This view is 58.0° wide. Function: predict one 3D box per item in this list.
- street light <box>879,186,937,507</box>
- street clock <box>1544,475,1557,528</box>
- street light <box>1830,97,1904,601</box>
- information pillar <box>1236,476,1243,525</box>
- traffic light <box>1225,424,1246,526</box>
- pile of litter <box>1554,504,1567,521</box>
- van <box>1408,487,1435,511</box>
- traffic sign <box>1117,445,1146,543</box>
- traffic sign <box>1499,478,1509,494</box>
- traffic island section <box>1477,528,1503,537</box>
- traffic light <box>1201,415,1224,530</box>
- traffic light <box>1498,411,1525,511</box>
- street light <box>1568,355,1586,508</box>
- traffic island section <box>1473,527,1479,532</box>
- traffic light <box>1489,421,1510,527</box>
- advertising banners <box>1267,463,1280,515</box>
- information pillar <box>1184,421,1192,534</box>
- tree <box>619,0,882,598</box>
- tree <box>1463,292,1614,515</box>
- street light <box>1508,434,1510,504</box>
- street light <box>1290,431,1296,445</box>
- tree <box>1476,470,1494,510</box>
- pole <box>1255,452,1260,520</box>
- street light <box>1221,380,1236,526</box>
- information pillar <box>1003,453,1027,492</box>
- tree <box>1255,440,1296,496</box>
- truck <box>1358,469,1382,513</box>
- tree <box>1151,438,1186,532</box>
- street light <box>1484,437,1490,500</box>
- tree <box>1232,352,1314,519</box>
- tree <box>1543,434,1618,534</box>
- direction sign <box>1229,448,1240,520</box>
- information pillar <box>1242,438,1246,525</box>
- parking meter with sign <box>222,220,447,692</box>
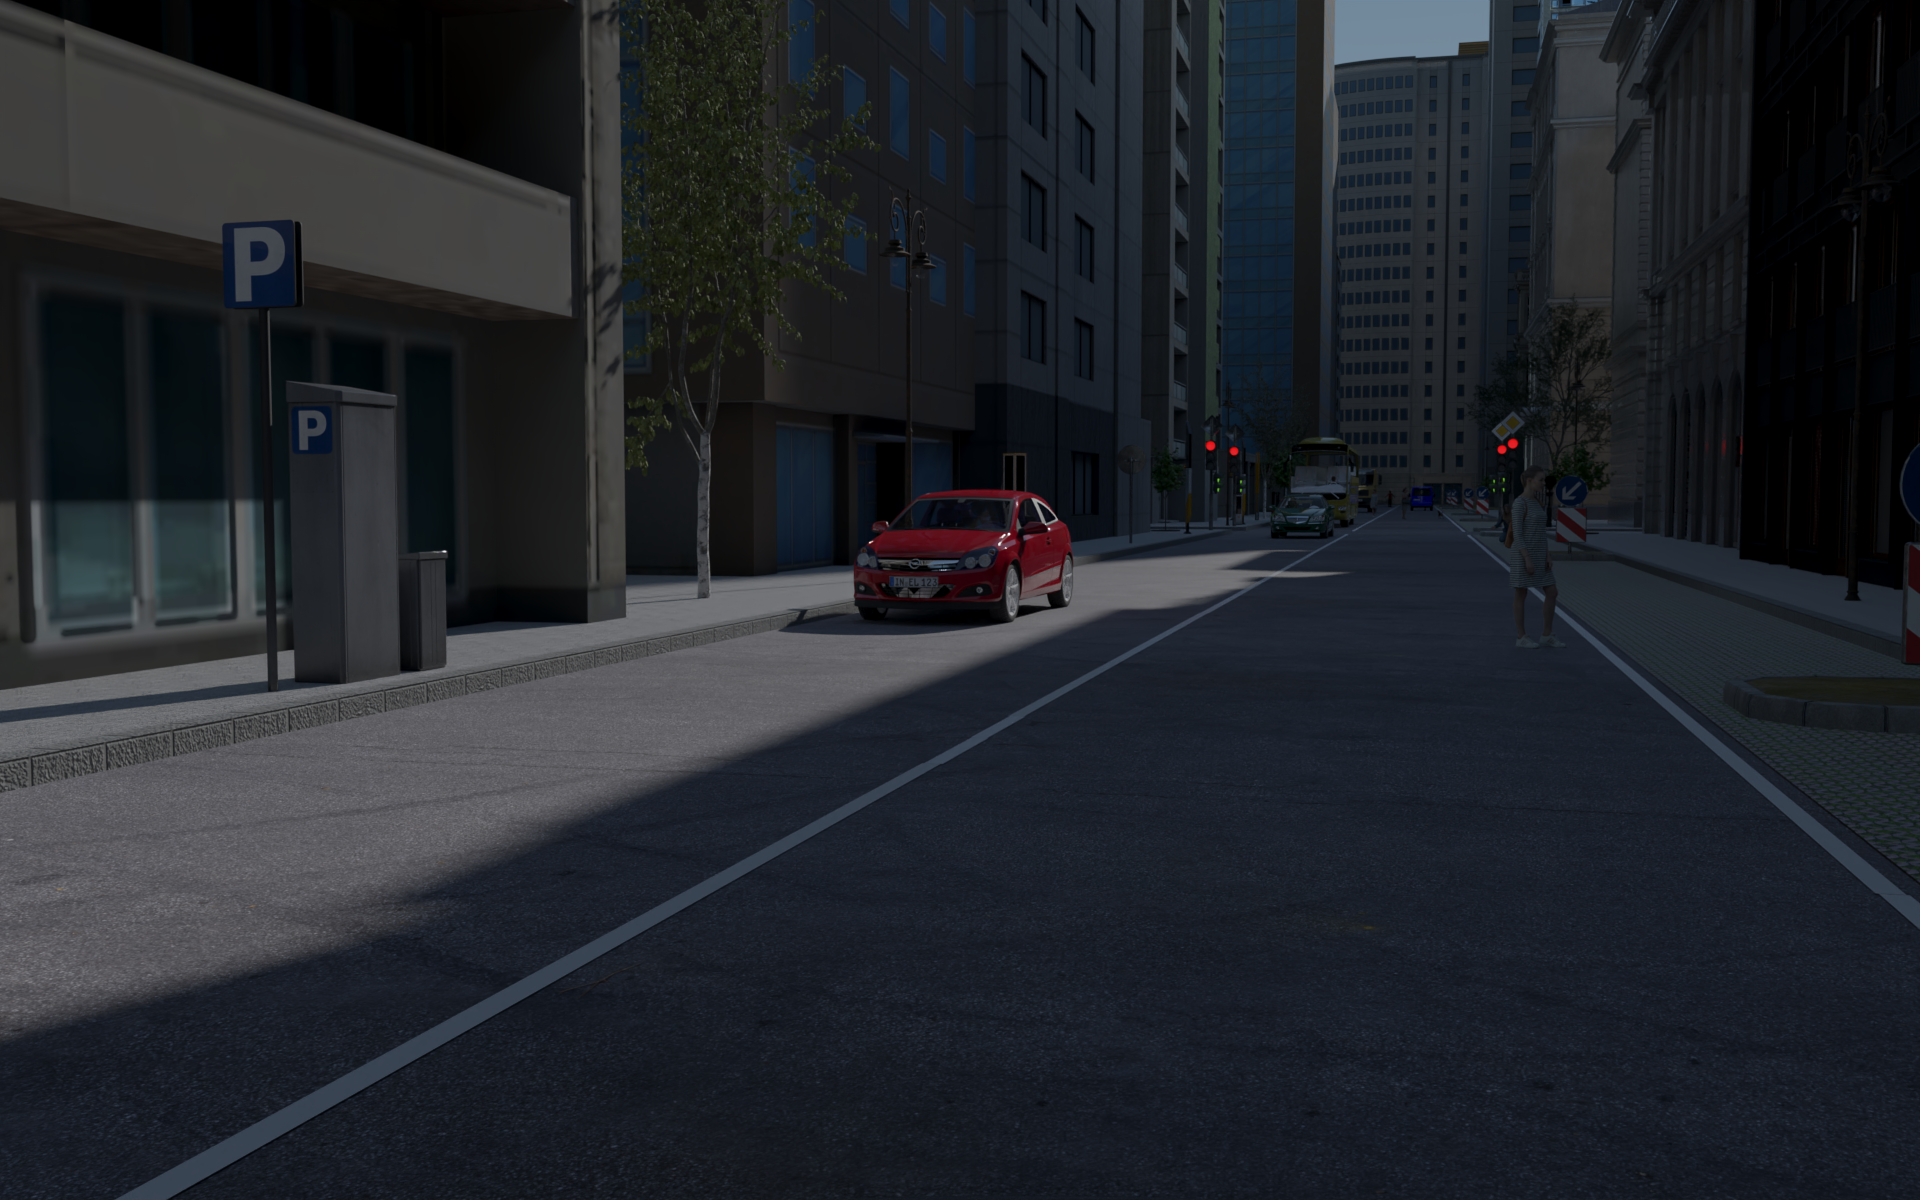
[{"bbox_3d":[-0.781,-3.279,26.398,0.468,5.910,1.993,1,4,15],"label":"street light"},{"bbox_3d":[22.617,-3.785,66.461,0.471,2.002,0.358,0,4,6],"label":"street clock"},{"bbox_3d":[10.756,-2.930,20.693,0.468,5.910,1.993,1,4,15],"label":"street light"},{"bbox_3d":[11.531,-4.107,71.634,0.304,2.012,0.304,1,4,10],"label":"information pillar"},{"bbox_3d":[10.960,-4.898,69.000,0.839,4.253,0.868,1,4,15],"label":"traffic light"},{"bbox_3d":[28.921,-4.189,82.449,1.176,0.858,1.719,1,4,14],"label":"pile of litter"},{"bbox_3d":[39.439,-8.777,147.893,2.240,2.365,5.245,1,4,15],"label":"van"},{"bbox_3d":[4.443,-2.745,44.991,0.768,2.556,0.104,1,4,17],"label":"traffic sign"},{"bbox_3d":[32.100,-6.200,102.552,0.795,2.450,0.064,1,4,20],"label":"traffic sign"},{"bbox_3d":[18.723,-2.234,58.814,2.009,0.180,2.903,1,4,15],"label":"traffic island section"},{"bbox_3d":[8.909,-4.426,61.281,0.839,4.253,0.868,1,4,15],"label":"traffic light"},{"bbox_3d":[18.687,-4.268,58.710,0.839,4.253,0.868,1,4,15],"label":"traffic light"},{"bbox_3d":[20.563,-5.202,57.839,0.468,5.910,1.993,1,4,15],"label":"street light"},{"bbox_3d":[20.773,-2.707,66.532,2.009,0.180,2.903,1,4,15],"label":"traffic island section"},{"bbox_3d":[20.737,-4.741,66.428,0.839,4.253,0.868,1,4,15],"label":"traffic light"},{"bbox_3d":[17.687,-6.210,97.723,0.090,3.025,2.074,-1,4,-9],"label":"advertising banners"},{"bbox_3d":[7.351,-3.937,55.723,0.183,3.616,0.504,0,4,-5],"label":"information pillar"},{"bbox_3d":[-3.104,-4.341,21.343,4.737,8.622,4.395,0,3,0],"label":"tree"},{"bbox_3d":[27.772,-8.961,80.918,8.767,10.594,7.601,0,4,-7],"label":"tree"},{"bbox_3d":[32.063,-7.844,101.041,0.468,5.910,1.993,1,4,15],"label":"street light"},{"bbox_3d":[20.548,-8.205,106.946,0.468,5.910,1.993,1,4,15],"label":"street light"},{"bbox_3d":[42.884,-8.961,141.115,1.663,3.219,1.824,0,3,0],"label":"tree"},{"bbox_3d":[14.543,-5.558,84.720,0.158,3.312,0.155,0,3,0],"label":"pole"},{"bbox_3d":[10.856,-5.952,70.099,0.468,5.910,1.993,1,4,15],"label":"street light"},{"bbox_3d":[0.992,-1.646,31.401,0.304,2.012,0.304,-3,5,-43],"label":"information pillar"},{"bbox_3d":[18.850,-7.146,100.547,4.285,4.588,4.351,0,3,0],"label":"tree"},{"bbox_3d":[31.567,-8.617,136.805,3.469,3.379,9.791,1,4,14],"label":"truck"},{"bbox_3d":[7.121,-3.973,59.565,1.663,3.219,1.824,0,3,0],"label":"tree"},{"bbox_3d":[41.911,-10.095,137.846,0.468,5.910,1.993,1,4,15],"label":"street light"},{"bbox_3d":[16.167,-8.557,90.275,4.360,8.622,3.978,0,3,0],"label":"tree"},{"bbox_3d":[19.932,-3.729,55.572,1.663,3.219,1.824,0,3,0],"label":"tree"},{"bbox_3d":[13.358,-5.660,84.536,0.876,3.537,0.379,-3,5,-42],"label":"direction sign"},{"bbox_3d":[11.893,-4.972,72.653,0.183,3.616,0.504,0,4,-1],"label":"information pillar"},{"bbox_3d":[-4.229,-0.961,11.967,0.543,3.016,1.738,1,4,17],"label":"parking meter with sign"}]
